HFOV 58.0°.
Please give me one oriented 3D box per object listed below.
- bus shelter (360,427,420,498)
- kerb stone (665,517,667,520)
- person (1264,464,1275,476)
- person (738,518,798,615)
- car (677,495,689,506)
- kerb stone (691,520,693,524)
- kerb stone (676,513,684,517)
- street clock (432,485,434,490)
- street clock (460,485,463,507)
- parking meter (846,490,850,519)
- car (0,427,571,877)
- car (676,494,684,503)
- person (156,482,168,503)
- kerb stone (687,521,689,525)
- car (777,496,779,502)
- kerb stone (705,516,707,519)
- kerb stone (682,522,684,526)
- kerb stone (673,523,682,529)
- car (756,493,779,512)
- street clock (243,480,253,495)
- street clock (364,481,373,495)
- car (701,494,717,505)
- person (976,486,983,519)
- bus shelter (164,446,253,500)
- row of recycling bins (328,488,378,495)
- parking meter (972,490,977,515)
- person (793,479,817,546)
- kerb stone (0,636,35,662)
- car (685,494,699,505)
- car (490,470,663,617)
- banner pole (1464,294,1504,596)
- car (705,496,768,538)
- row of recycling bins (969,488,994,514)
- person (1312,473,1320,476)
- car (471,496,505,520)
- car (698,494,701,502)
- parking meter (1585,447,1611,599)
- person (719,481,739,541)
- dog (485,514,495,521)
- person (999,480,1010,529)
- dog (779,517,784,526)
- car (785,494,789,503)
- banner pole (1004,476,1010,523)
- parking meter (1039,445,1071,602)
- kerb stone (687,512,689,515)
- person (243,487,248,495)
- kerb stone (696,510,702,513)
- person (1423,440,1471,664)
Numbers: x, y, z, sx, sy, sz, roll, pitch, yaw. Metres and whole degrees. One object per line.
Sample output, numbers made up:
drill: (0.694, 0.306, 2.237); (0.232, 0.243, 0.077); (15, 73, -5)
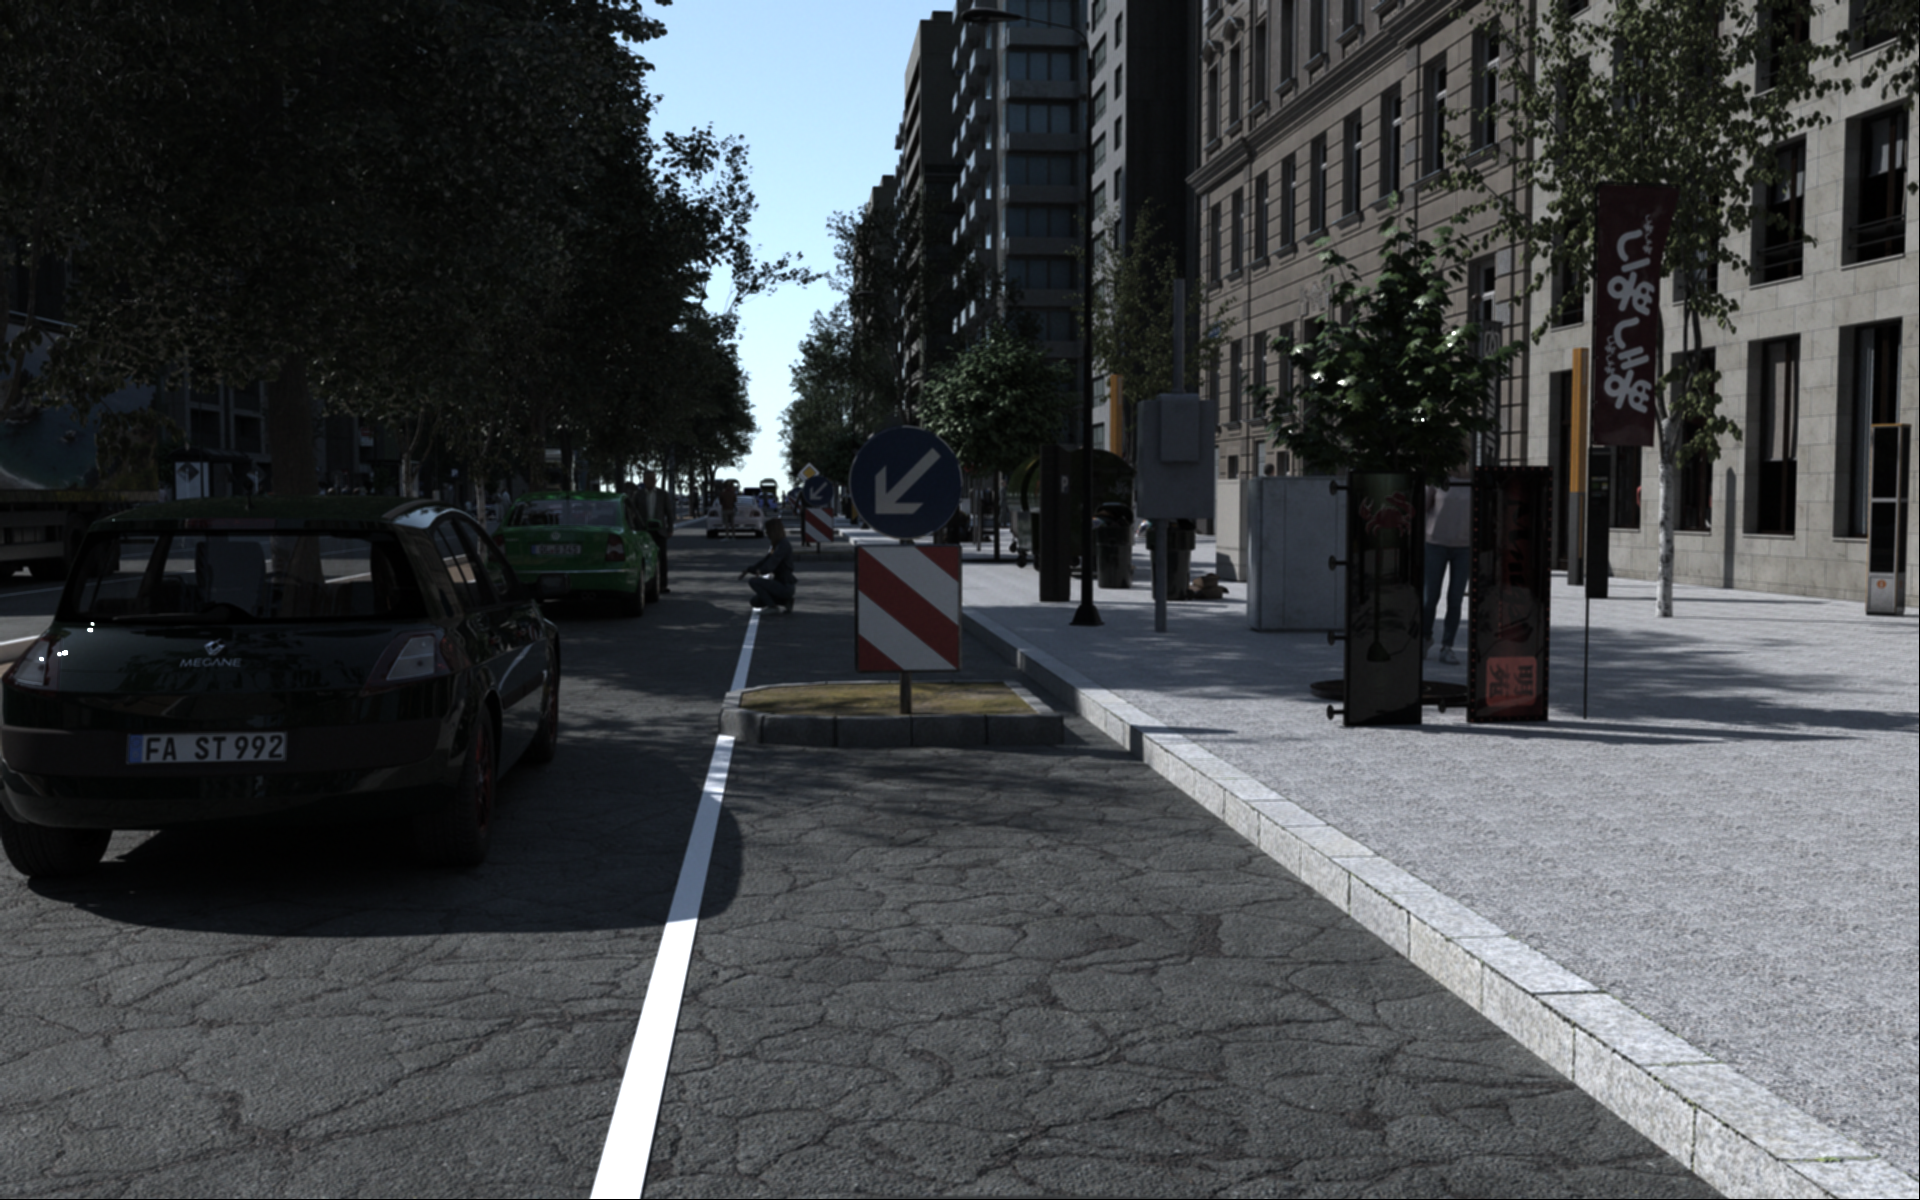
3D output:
bus shelter: (-35.126, -7.892, 106.663); (2.179, 5.291, 8.768); (0, 4, -6)
kerb stone: (-16.846, -4.779, 100.337); (0.120, 0.150, 1.000); (0, 4, -6)
person: (5.338, -1.463, 30.066); (0.391, 1.810, 0.635); (-1, 4, -22)
person: (-2.301, -0.403, 20.594); (0.738, 1.151, 1.012); (0, 4, -3)
car: (-33.691, -12.243, 212.745); (1.945, 1.354, 3.894); (0, 4, -6)
kerb stone: (-12.900, -3.663, 82.190); (0.120, 0.150, 1.000); (0, 4, -6)
kerb stone: (-17.872, -5.404, 110.545); (0.120, 0.150, 1.000); (0, 4, -6)
street clock: (-36.773, -7.070, 120.161); (0.471, 2.002, 0.358); (-2, 4, -30)
street clock: (-40.879, -8.421, 142.246); (0.358, 2.002, 0.471); (-1, 4, -17)
parking meter: (-5.717, -4.950, 89.338); (0.372, 1.533, 0.369); (0, 3, 0)
car: (-2.860, 0.112, 7.959); (2.009, 1.686, 4.222); (0, 4, -8)
car: (-46.023, -16.857, 284.647); (2.155, 1.783, 4.494); (0, 4, -5)
person: (-31.966, -3.845, 69.505); (0.643, 1.750, 0.593); (2, 4, 24)
kerb stone: (-12.595, -3.482, 79.130); (0.120, 0.150, 1.000); (0, 4, -6)
car: (-32.011, -17.402, 297.095); (1.945, 1.354, 3.894); (0, 4, -6)
kerb stone: (-14.341, -4.541, 96.462); (0.120, 0.150, 1.000); (0, 4, -6)
kerb stone: (-12.181, -3.233, 75.048); (0.120, 0.150, 1.000); (0, 4, -6)
kerb stone: (-12.079, -3.170, 74.023); (0.120, 0.150, 1.000); (0, 4, -6)
car: (-15.263, -7.762, 136.494); (1.945, 1.707, 3.694); (0, 4, -6)
street clock: (-37.182, -5.257, 90.522); (0.358, 2.002, 0.471); (2, 4, 30)
street clock: (-32.204, -5.491, 94.353); (0.471, 2.002, 0.358); (1, 4, 21)
car: (-28.089, -11.178, 194.763); (2.014, 1.417, 4.499); (0, 4, -6)
person: (1.014, -5.182, 90.998); (0.478, 1.798, 0.641); (3, 5, 42)
bus shelter: (-32.633, -4.987, 75.453); (2.014, 3.302, 5.546); (0, 4, -6)
row of recycling bins: (-40.303, -6.595, 114.947); (3.534, 1.692, 1.069); (0, 4, 8)
parking meter: (0.936, -6.030, 107.002); (0.372, 1.533, 0.369); (0, 3, 0)
person: (-4.238, -2.414, 47.739); (0.659, 1.850, 0.755); (0, 4, -1)
kerb stone: (-8.250, 0.430, 15.167); (0.120, 0.150, 1.000); (0, 4, -6)
car: (-36.460, -13.876, 235.673); (1.959, 1.807, 4.718); (0, 4, -5)
car: (-4.727, -0.777, 21.505); (1.959, 1.807, 4.718); (0, 4, -6)
banner pole: (6.637, -1.953, 21.944); (0.863, 3.779, 0.401); (-3, 5, -42)
car: (-7.481, -2.784, 57.881); (2.083, 1.381, 4.827); (0, 4, -6)
row of recycling bins: (1.733, -6.314, 110.348); (1.069, 1.692, 3.534); (2, 4, 35)
person: (3.834, -0.713, 17.870); (0.590, 1.801, 0.661); (3, 5, 41)
car: (-26.463, -5.171, 97.122); (1.945, 1.354, 3.894); (0, 4, -6)
car: (-42.590, -16.537, 282.386); (2.014, 1.417, 4.499); (0, 4, -4)
parking meter: (7.874, -0.958, 21.374); (0.255, 1.863, 0.399); (1, 4, 19)
person: (-7.015, -2.702, 52.653); (0.573, 1.828, 0.580); (1, 4, 12)
dog: (-24.967, -4.394, 92.034); (0.748, 0.427, 0.550); (-3, 4, -36)
person: (1.693, -3.551, 64.272); (0.590, 1.801, 0.661); (0, 4, -3)
dog: (-8.237, -3.512, 77.620); (0.748, 0.427, 0.550); (3, 5, 39)
car: (-24.955, -15.037, 255.451); (1.945, 1.707, 3.694); (0, 4, -5)
banner pole: (2.099, -5.292, 76.542); (0.401, 3.779, 0.863); (2, 4, 26)
parking meter: (1.138, -0.915, 20.665); (0.255, 1.863, 0.399); (2, 4, 29)
kerb stone: (-18.702, -5.902, 118.694); (0.120, 0.150, 1.000); (0, 4, -6)
person: (-40.792, -5.675, 99.010); (0.728, 1.800, 0.709); (-3, 5, -41)
kerb stone: (-20.340, -6.899, 134.995); (0.120, 0.150, 1.000); (0, 4, -6)
person: (3.639, -0.398, 13.227); (0.731, 1.740, 0.598); (0, 4, 1)
